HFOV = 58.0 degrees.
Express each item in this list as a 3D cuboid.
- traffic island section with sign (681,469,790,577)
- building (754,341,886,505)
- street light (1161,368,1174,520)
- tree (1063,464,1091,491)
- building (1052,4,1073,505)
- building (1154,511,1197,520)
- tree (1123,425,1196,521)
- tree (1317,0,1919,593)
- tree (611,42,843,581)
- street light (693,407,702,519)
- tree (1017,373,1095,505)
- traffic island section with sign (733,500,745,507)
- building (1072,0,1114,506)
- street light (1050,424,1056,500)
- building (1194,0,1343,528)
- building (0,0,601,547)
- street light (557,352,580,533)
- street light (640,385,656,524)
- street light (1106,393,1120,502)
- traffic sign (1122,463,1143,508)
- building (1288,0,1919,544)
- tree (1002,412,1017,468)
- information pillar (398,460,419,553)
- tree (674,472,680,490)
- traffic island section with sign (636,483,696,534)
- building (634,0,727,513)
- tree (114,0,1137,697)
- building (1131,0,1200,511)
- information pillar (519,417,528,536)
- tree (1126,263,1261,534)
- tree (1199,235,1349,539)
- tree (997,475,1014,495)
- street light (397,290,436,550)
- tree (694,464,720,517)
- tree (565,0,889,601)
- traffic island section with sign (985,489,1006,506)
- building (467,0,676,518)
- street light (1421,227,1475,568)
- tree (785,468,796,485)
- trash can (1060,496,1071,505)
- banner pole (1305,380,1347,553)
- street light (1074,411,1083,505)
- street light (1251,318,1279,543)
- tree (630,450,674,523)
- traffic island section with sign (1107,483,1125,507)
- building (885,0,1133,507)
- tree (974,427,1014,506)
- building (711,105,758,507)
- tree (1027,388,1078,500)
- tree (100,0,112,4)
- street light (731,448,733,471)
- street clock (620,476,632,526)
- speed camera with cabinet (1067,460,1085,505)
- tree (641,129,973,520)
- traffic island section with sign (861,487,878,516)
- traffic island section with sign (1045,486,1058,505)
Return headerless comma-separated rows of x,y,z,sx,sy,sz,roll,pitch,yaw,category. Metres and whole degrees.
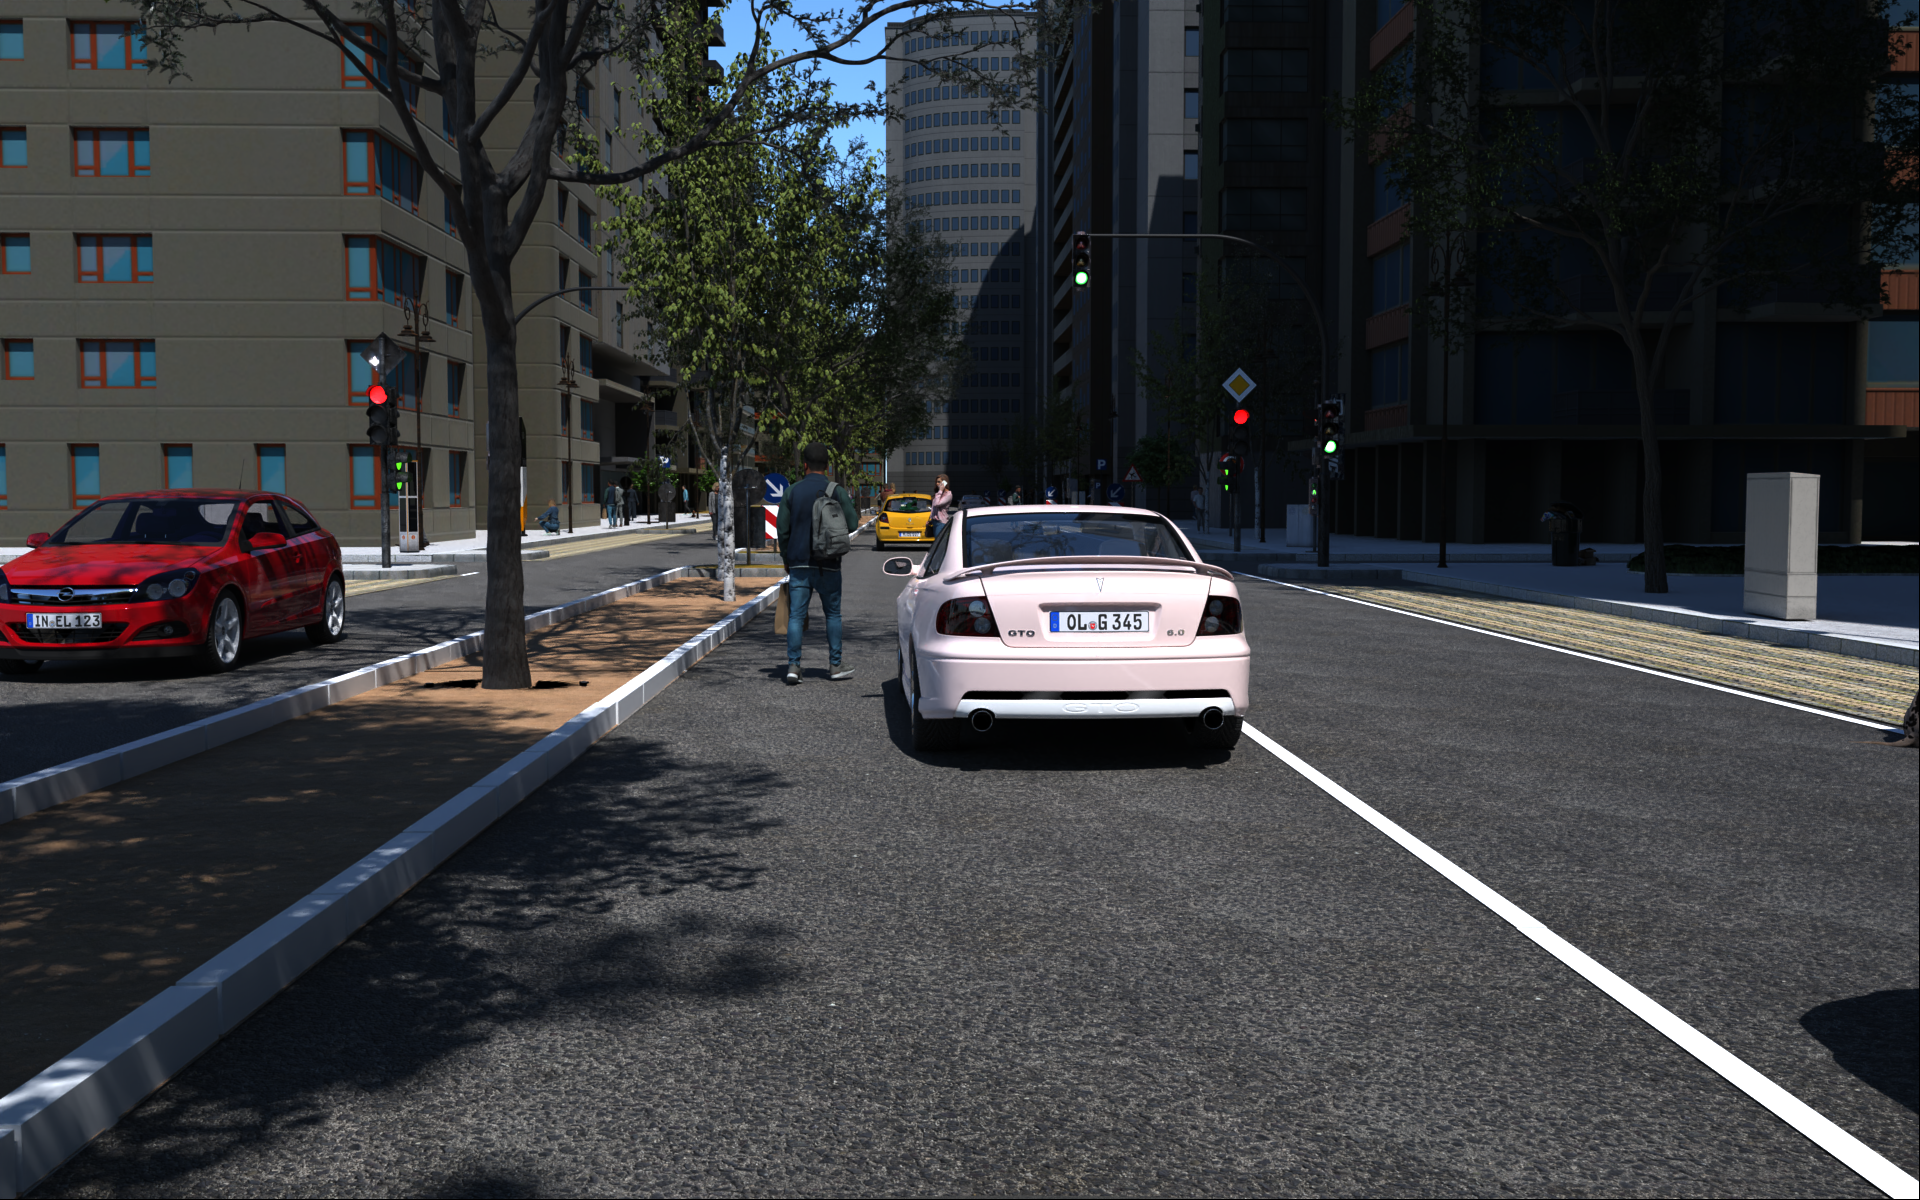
-3.798,-1.372,30.565,2.006,1.907,1.989,0,4,-2,traffic island section with sign
-23.822,-22.548,213.706,28.899,21.520,27.650,0,4,-2,building
7.585,-5.514,62.935,0.468,5.910,1.993,0,4,-2,street light
7.316,-7.047,109.821,1.663,3.219,1.824,0,3,0,tree
19.371,-32.025,147.303,21.300,48.544,21.600,0,4,-2,building
19.366,-34.067,98.998,21.231,58.520,28.212,0,4,-2,building
9.416,-6.027,82.253,4.285,4.588,4.351,0,3,0,tree
9.110,-5.391,22.551,8.767,10.594,7.601,0,4,5,tree
-3.912,-4.618,28.331,4.360,8.622,3.978,0,3,0,tree
-13.759,-7.208,90.644,0.468,5.910,1.993,0,4,-2,street light
6.279,-9.439,104.695,4.737,8.622,4.395,0,3,0,tree
-11.406,-4.961,89.737,1.989,1.847,2.006,0,4,-2,traffic island section with sign
15.964,-29.316,129.429,14.600,45.320,14.200,0,4,-2,building
6.045,-8.595,113.311,0.468,5.910,1.993,0,4,-2,street light
16.529,-18.285,70.655,14.160,30.474,14.107,0,4,-2,building
-28.069,-12.855,55.222,27.650,21.520,28.899,0,4,-2,building
-12.774,-5.128,56.636,0.468,5.910,1.993,0,4,-2,street light
-13.219,-6.155,73.416,0.468,5.910,1.993,0,4,-2,street light
7.007,-6.536,79.654,0.468,5.910,1.993,0,4,-2,street light
7.329,-4.502,73.611,0.884,2.594,0.081,0,4,1,traffic sign
25.369,-24.358,52.877,28.867,44.769,22.147,0,4,-2,building
5.651,-12.461,154.104,4.737,8.622,4.395,0,3,0,tree
-12.075,-2.045,37.922,0.304,2.012,0.304,2,4,35,information pillar
-14.991,-5.659,87.120,1.663,3.219,1.824,0,3,0,tree
-10.622,-3.313,62.793,1.989,1.847,2.006,0,4,-2,traffic island section with sign
-28.916,-28.877,126.766,22.147,44.769,28.867,0,4,-2,building
-3.310,-6.079,12.225,12.009,13.543,11.850,0,3,0,tree
18.068,-38.542,172.155,21.231,58.520,28.212,0,4,-2,building
-13.274,-3.748,52.629,0.183,3.616,0.504,0,4,0,information pillar
7.724,-6.418,55.292,4.737,8.622,4.395,0,3,0,tree
8.581,-6.042,49.153,4.360,8.622,3.978,0,3,0,tree
4.486,-10.956,173.739,1.663,3.219,1.824,0,3,0,tree
-12.315,-4.074,39.395,0.468,5.910,1.993,0,4,-2,street light
-14.293,-6.384,98.985,1.663,3.219,1.824,0,3,0,tree
-3.015,-4.264,22.529,4.737,8.622,4.395,0,3,0,tree
3.257,-8.054,140.314,1.989,1.847,2.006,0,4,-2,traffic island section with sign
-31.151,-30.980,95.758,28.713,52.752,27.495,0,4,-2,building
8.424,-3.503,30.057,0.468,5.910,1.993,0,4,-2,street light
-17.144,-12.200,183.190,4.285,4.588,4.351,0,3,0,tree
6.538,-5.810,106.652,0.748,1.137,0.748,0,3,0,trash can
8.023,-2.931,37.938,0.863,3.779,0.401,1,4,19,banner pole
6.598,-7.564,96.459,0.468,5.910,1.993,0,4,-2,street light
8.020,-4.460,45.712,0.468,5.910,1.993,0,4,-2,street light
-13.957,-5.042,77.038,1.663,3.219,1.824,0,3,0,tree
5.493,-3.342,63.271,1.989,1.847,2.006,0,4,-2,traffic island section with sign
5.112,-40.866,210.160,28.212,58.520,21.231,0,4,-2,building
3.872,-14.227,182.968,4.360,8.622,3.978,0,3,0,tree
-32.323,-29.201,169.320,23.993,40.220,32.217,0,4,-2,building
6.407,-10.444,121.119,4.360,8.622,3.978,0,3,0,tree
-3.153,-5.006,2.425,7.486,12.596,7.792,0,3,0,tree
-14.228,-8.281,108.185,0.468,5.910,1.993,0,4,-2,street light
-13.543,-4.021,70.319,0.471,2.002,0.358,0,4,-2,street clock
6.739,-6.492,100.476,0.660,3.252,2.038,-1,4,-12,speed camera with cabinet
-3.868,-6.472,42.695,8.767,10.594,7.601,0,4,-2,tree
-6.184,-6.418,113.076,2.006,1.907,1.989,0,4,-2,traffic island section with sign
4.672,-5.063,91.401,1.989,1.847,2.006,0,4,-2,traffic island section with sign
